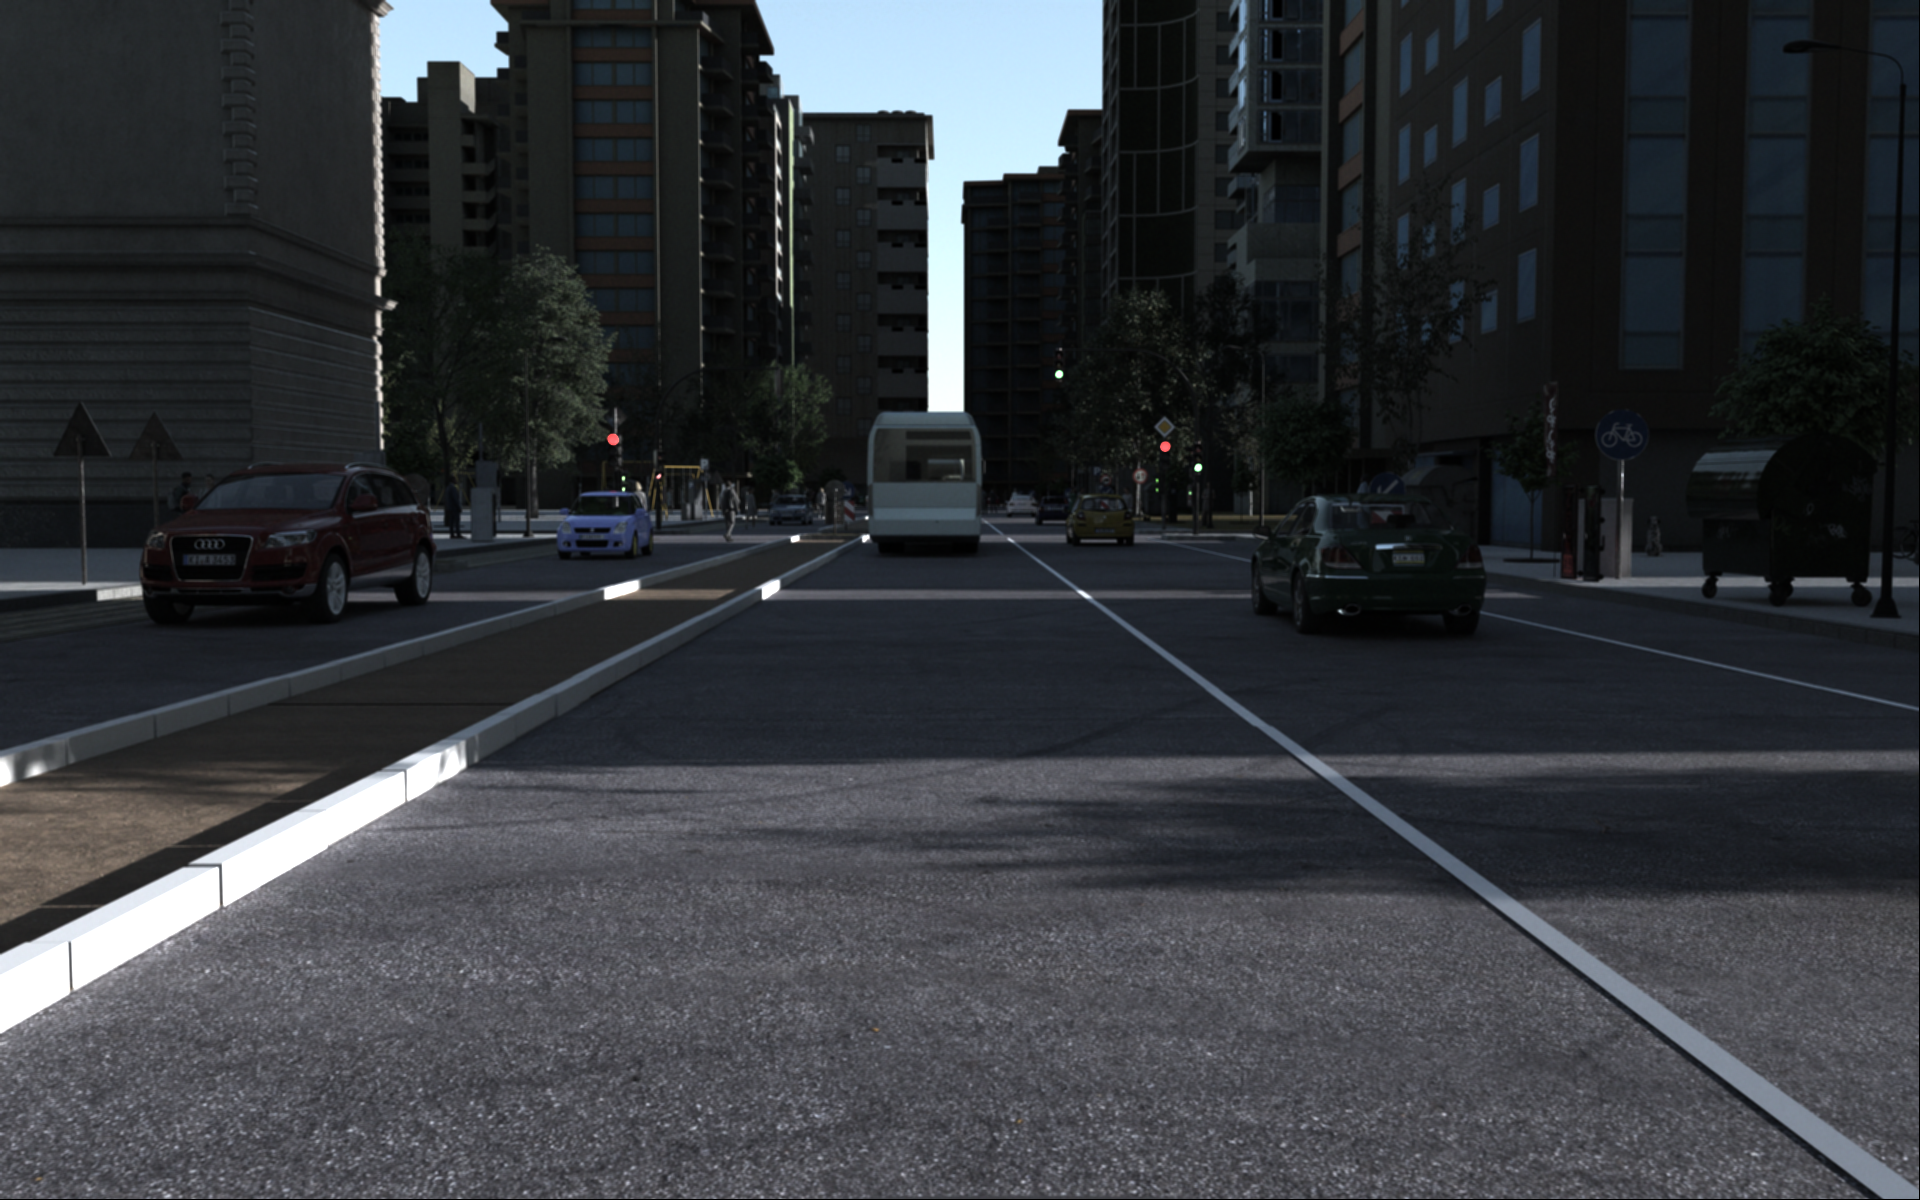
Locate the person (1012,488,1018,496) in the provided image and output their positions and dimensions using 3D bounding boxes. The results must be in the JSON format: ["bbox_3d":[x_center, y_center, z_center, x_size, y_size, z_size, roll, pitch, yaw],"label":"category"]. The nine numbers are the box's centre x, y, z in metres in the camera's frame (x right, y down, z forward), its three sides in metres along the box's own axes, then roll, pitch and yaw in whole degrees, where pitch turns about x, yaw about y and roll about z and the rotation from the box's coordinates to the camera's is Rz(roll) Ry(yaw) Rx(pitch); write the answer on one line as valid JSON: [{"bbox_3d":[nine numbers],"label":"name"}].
[{"bbox_3d":[4.009,-7.183,125.828,0.514,1.842,0.818,1,4,16],"label":"person"}]

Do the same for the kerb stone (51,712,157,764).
[{"bbox_3d":[-4.751,0.771,9.590,0.120,0.150,1.000,0,4,0],"label":"kerb stone"}]

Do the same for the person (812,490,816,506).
[{"bbox_3d":[-15.583,-10.771,182.947,0.742,1.727,0.445,-3,4,-38],"label":"person"}]

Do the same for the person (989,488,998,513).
[{"bbox_3d":[2.549,-7.698,133.720,0.648,1.900,0.474,1,4,16],"label":"person"}]

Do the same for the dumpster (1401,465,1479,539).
[{"bbox_3d":[9.612,-1.779,34.852,1.264,1.857,1.865,0,4,0],"label":"dumpster"}]

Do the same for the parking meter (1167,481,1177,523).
[{"bbox_3d":[9.337,-4.308,76.144,0.399,1.863,0.255,0,4,-5],"label":"parking meter"}]

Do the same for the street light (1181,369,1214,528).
[{"bbox_3d":[8.823,-5.629,64.568,1.470,5.913,1.316,0,4,0],"label":"street light"}]

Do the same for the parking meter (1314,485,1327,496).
[{"bbox_3d":[10.046,-2.440,48.305,0.372,1.533,0.369,0,3,0],"label":"parking meter"}]

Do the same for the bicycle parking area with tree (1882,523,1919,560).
[{"bbox_3d":[22.338,-2.783,32.503,8.231,4.147,9.016,-1,4,-14],"label":"bicycle parking area with tree"}]

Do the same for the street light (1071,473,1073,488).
[{"bbox_3d":[8.351,-10.090,137.511,1.470,5.913,1.316,0,4,0],"label":"street light"}]

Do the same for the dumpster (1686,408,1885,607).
[{"bbox_3d":[9.722,-1.099,20.459,1.502,2.255,1.985,0,4,0],"label":"dumpster"}]

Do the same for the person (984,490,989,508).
[{"bbox_3d":[2.627,-10.333,177.385,0.705,1.831,1.348,2,4,30],"label":"person"}]

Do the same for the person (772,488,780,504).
[{"bbox_3d":[-11.737,-6.226,110.476,0.511,1.800,0.466,0,4,-1],"label":"person"}]

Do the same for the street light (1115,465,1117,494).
[{"bbox_3d":[8.561,-7.841,100.736,1.470,5.913,1.316,0,4,0],"label":"street light"}]

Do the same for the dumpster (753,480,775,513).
[{"bbox_3d":[-13.329,-7.017,117.221,1.502,2.255,1.985,0,4,0],"label":"dumpster"}]

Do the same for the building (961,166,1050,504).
[{"bbox_3d":[13.015,-35.444,234.130,28.867,44.769,22.147,0,4,0],"label":"building"}]

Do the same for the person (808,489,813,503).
[{"bbox_3d":[-11.145,-7.294,127.733,0.573,1.828,0.580,2,4,26],"label":"person"}]

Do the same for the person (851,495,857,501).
[{"bbox_3d":[-10.475,-9.824,169.851,0.721,1.736,1.217,3,4,39],"label":"person"}]

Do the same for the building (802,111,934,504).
[{"bbox_3d":[-15.195,-39.683,238.059,27.495,52.752,28.713,0,4,0],"label":"building"}]

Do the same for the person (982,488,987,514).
[{"bbox_3d":[1.656,-6.985,122.505,0.447,1.846,0.655,-3,5,-43],"label":"person"}]

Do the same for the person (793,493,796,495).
[{"bbox_3d":[-9.051,-5.141,95.148,0.503,1.515,0.523,3,5,42],"label":"person"}]

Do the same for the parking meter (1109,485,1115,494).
[{"bbox_3d":[9.638,-6.366,109.796,0.399,1.863,0.255,-1,4,-15],"label":"parking meter"}]

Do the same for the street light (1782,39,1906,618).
[{"bbox_3d":[9.107,-2.773,17.876,1.470,5.913,1.316,0,4,0],"label":"street light"}]

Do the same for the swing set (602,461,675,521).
[{"bbox_3d":[-15.416,-5.195,82.561,3.119,2.851,2.862,0,4,-5],"label":"swing set"}]

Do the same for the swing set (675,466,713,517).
[{"bbox_3d":[-15.832,-6.141,98.019,3.119,2.851,2.862,-3,4,-37],"label":"swing set"}]

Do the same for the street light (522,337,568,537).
[{"bbox_3d":[-12.285,-4.817,51.292,1.470,5.913,1.316,0,4,0],"label":"street light"}]

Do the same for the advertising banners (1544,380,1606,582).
[{"bbox_3d":[9.209,-1.828,26.077,0.090,3.025,2.074,0,4,-5],"label":"advertising banners"}]

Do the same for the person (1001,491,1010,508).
[{"bbox_3d":[4.577,-10.199,175.805,0.990,1.755,0.434,-2,4,-23],"label":"person"}]

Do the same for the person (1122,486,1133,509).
[{"bbox_3d":[6.420,-3.525,66.885,0.466,1.731,0.760,0,4,-5],"label":"person"}]

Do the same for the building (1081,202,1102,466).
[{"bbox_3d":[18.999,-24.582,173.616,14.160,30.474,14.107,0,4,0],"label":"building"}]

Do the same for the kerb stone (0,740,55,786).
[{"bbox_3d":[-4.733,0.834,8.560,0.120,0.150,1.000,0,4,0],"label":"kerb stone"}]

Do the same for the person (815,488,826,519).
[{"bbox_3d":[-8.133,-5.624,100.638,0.709,1.800,0.728,1,4,11],"label":"person"}]

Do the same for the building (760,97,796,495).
[{"bbox_3d":[-24.218,-29.984,173.838,14.154,41.232,14.086,0,4,0],"label":"building"}]

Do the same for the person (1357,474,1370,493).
[{"bbox_3d":[10.085,-2.256,43.187,0.793,1.790,0.793,0,4,-5],"label":"person"}]

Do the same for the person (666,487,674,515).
[{"bbox_3d":[-17.871,-6.089,106.599,0.522,1.701,0.512,0,4,-2],"label":"person"}]

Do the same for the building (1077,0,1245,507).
[{"bbox_3d":[21.556,-43.784,154.125,20.563,71.187,20.611,0,4,0],"label":"building"}]

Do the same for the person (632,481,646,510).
[{"bbox_3d":[-9.514,-2.567,50.647,0.709,1.800,0.728,-1,4,-16],"label":"person"}]

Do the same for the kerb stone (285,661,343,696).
[{"bbox_3d":[-4.762,0.590,12.656,0.120,0.150,1.000,0,4,0],"label":"kerb stone"}]

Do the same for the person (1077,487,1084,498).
[{"bbox_3d":[5.766,-4.448,81.585,0.532,1.782,0.716,1,4,16],"label":"person"}]

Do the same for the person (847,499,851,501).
[{"bbox_3d":[-8.555,-7.607,132.992,0.853,1.813,0.709,-3,5,-42],"label":"person"}]

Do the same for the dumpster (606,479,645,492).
[{"bbox_3d":[-12.915,-3.734,66.806,1.264,1.857,1.865,0,4,-1],"label":"dumpster"}]

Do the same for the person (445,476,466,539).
[{"bbox_3d":[-14.592,-2.675,49.956,0.419,1.800,0.721,-3,5,-45],"label":"person"}]

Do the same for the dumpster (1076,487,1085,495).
[{"bbox_3d":[9.110,-7.765,132.710,1.264,1.857,1.865,0,4,-1],"label":"dumpster"}]

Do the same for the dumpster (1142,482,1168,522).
[{"bbox_3d":[9.254,-4.603,81.013,1.264,1.857,1.865,0,4,0],"label":"dumpster"}]

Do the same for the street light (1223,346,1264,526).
[{"bbox_3d":[8.941,-5.005,54.368,1.470,5.913,1.316,0,4,0],"label":"street light"}]

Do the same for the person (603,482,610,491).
[{"bbox_3d":[-15.777,-4.378,77.591,0.622,1.834,0.822,-3,5,-39],"label":"person"}]

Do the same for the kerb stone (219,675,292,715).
[{"bbox_3d":[-4.759,0.646,11.634,0.120,0.150,1.000,0,4,0],"label":"kerb stone"}]

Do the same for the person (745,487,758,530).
[{"bbox_3d":[-8.330,-3.659,69.074,0.466,1.731,0.760,1,4,11],"label":"person"}]

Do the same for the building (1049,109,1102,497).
[{"bbox_3d":[22.331,-33.079,195.470,22.147,44.769,28.867,0,4,0],"label":"building"}]

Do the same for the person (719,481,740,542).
[{"bbox_3d":[-6.929,-2.659,52.070,0.679,1.850,0.850,1,4,15],"label":"person"}]

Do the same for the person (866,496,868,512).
[{"bbox_3d":[-7.199,-7.672,136.534,0.523,1.515,0.503,1,4,14],"label":"person"}]

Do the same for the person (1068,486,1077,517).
[{"bbox_3d":[5.140,-4.258,78.372,0.529,1.795,0.600,3,4,39],"label":"person"}]

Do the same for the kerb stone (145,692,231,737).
[{"bbox_3d":[-4.754,0.710,10.612,0.120,0.150,1.000,0,4,0],"label":"kerb stone"}]

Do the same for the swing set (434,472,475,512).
[{"bbox_3d":[-35.172,-7.589,121.702,2.862,2.851,3.119,0,4,2],"label":"swing set"}]

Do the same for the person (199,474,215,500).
[{"bbox_3d":[-15.596,-1.773,36.036,0.512,1.701,0.522,0,4,-2],"label":"person"}]

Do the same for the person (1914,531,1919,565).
[{"bbox_3d":[10.799,-0.778,18.946,0.709,1.800,0.728,1,4,19],"label":"person"}]

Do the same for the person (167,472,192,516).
[{"bbox_3d":[-17.488,-2.001,39.110,0.721,1.781,0.623,-1,4,-16],"label":"person"}]

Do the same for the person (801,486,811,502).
[{"bbox_3d":[-9.343,-5.920,104.657,0.648,1.900,0.474,-2,4,-23],"label":"person"}]

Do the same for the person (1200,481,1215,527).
[{"bbox_3d":[9.644,-3.736,67.475,0.599,1.781,0.374,0,4,4],"label":"person"}]
